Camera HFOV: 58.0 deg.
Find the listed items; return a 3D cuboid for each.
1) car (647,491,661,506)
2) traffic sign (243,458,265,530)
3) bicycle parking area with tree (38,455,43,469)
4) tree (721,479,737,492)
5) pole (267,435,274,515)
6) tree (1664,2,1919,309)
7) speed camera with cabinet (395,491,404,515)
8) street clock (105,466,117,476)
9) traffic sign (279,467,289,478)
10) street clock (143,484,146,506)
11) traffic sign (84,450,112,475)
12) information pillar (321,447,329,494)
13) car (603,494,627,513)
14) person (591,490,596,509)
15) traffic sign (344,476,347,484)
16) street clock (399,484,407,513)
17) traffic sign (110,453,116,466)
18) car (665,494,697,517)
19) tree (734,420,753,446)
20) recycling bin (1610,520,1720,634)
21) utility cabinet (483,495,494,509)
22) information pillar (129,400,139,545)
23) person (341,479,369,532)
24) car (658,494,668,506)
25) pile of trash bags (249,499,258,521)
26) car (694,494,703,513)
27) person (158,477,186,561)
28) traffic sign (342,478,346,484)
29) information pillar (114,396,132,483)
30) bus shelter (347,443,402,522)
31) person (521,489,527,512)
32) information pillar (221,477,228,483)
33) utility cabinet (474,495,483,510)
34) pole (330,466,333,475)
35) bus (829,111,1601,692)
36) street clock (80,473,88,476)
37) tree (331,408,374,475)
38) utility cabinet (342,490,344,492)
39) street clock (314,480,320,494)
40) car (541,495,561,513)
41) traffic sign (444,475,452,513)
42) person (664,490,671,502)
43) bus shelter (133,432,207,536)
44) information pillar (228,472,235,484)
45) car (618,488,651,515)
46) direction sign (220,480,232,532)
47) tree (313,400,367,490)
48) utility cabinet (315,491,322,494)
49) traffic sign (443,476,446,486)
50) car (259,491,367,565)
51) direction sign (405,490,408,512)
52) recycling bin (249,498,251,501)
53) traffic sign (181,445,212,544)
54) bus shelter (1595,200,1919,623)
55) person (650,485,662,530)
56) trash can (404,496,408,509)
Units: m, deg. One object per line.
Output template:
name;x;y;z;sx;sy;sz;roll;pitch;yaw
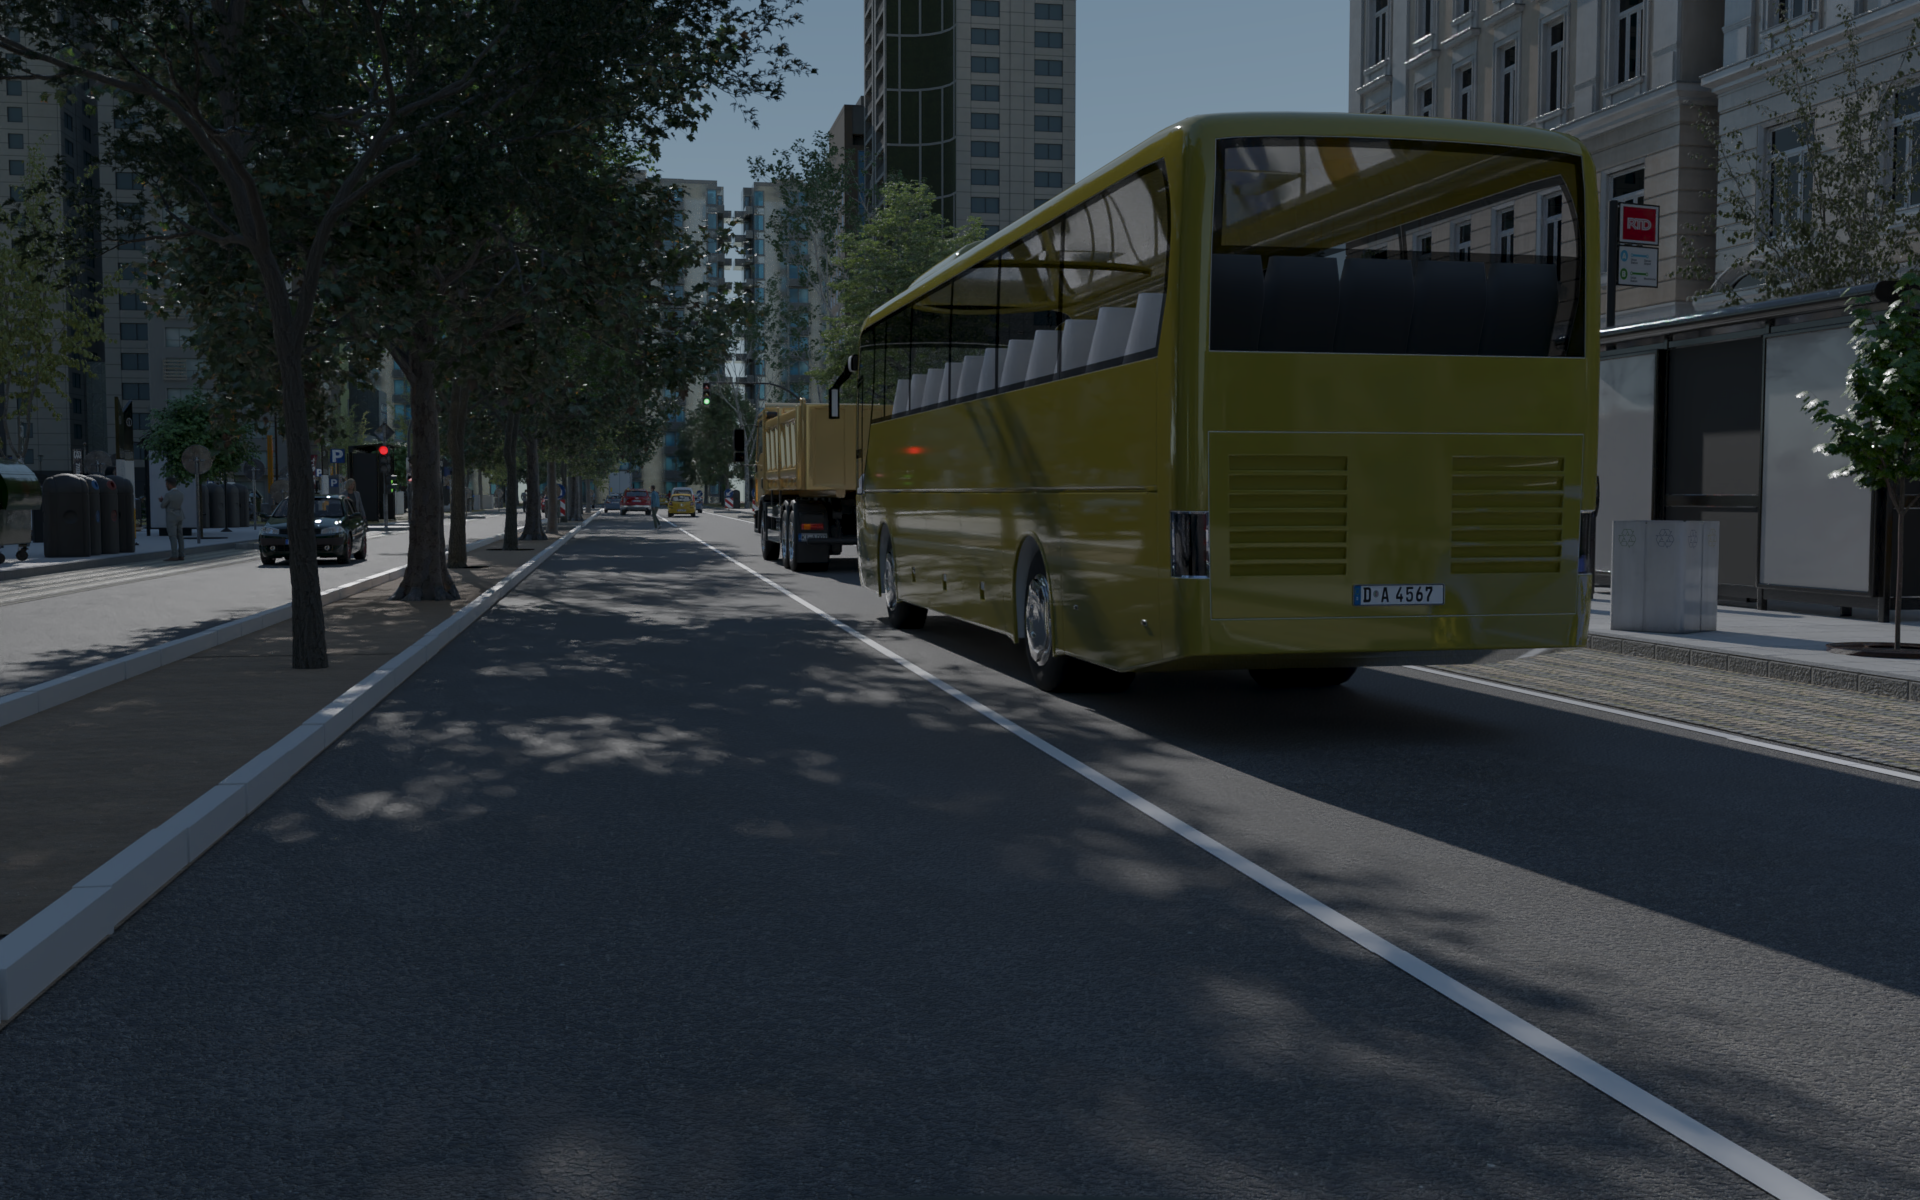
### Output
car;-38.594;-12.781;217.636;2.281;1.827;5.304;-1;4;-10
traffic sign;-25.260;-3.786;61.999;0.768;2.556;0.104;0;4;-4
bicycle parking area with tree;-65.735;-8.711;129.430;8.231;4.147;9.016;-1;4;-23
tree;-23.676;-11.198;177.682;1.663;3.219;1.824;0;3;0
pole;-23.868;-4.045;59.987;0.158;3.312;0.155;0;3;0
tree;12.830;-4.585;25.331;4.360;8.622;3.978;0;3;0
speed camera with cabinet;-35.523;-6.965;108.218;0.660;3.252;2.038;1;4;11
street clock;-21.967;-2.472;44.985;0.358;2.002;0.471;0;4;1
traffic sign;-30.954;-4.874;79.794;0.768;2.556;0.104;-1;4;-9
street clock;-59.051;-7.405;125.644;0.358;2.002;0.471;-2;4;-23
traffic sign;-25.002;-3.068;50.261;0.768;2.556;0.104;-1;4;-10
information pillar;-27.945;-5.190;76.218;0.183;3.616;0.504;0;4;8
car;-26.729;-7.489;134.448;2.014;1.417;4.499;-1;4;-10
person;-34.973;-9.564;164.850;0.705;1.826;1.348;1;4;17
traffic sign;-35.319;-6.050;100.100;0.795;2.450;0.064;0;4;-4
street clock;-37.185;-6.798;115.718;0.358;2.002;0.471;3;5;44
traffic sign;-26.153;-3.287;53.849;0.768;2.556;0.104;0;4;-1
car;-17.402;-5.989;108.141;2.015;1.641;3.980;-1;4;-9
tree;-26.095;-16.141;189.662;9.928;11.665;9.643;0;3;0
recycling bin;6.624;-0.228;16.287;0.722;1.027;0.722;-3;5;-40
utility cabinet;-40.188;-8.339;147.511;1.020;1.237;0.306;2;4;28
information pillar;-20.685;-3.160;43.020;0.183;3.616;0.504;1;4;9
person;-14.595;-2.019;41.701;0.709;1.800;0.728;-2;4;-35
car;-34.442;-11.598;199.843;2.015;1.641;3.980;-1;4;-12
pile of trash bags;-34.823;-4.378;81.340;3.447;1.369;1.912;-1;4;-23
car;-20.589;-7.348;132.149;2.014;1.417;4.499;-1;4;-11
person;-16.842;-1.731;36.983;0.466;1.800;0.511;0;4;-1
traffic sign;-34.930;-5.884;97.385;0.795;2.450;0.064;0;4;-5
information pillar;-20.214;-3.080;41.711;0.183;3.616;0.504;-1;4;-12
bus shelter;-27.649;-5.547;81.969;1.731;3.624;6.357;-1;4;-11
person;-34.137;-7.779;135.867;0.592;1.802;0.473;3;4;38
information pillar;-47.415;-7.333;111.248;0.183;3.616;0.504;-2;4;-35
utility cabinet;-39.179;-7.848;139.479;1.020;1.237;0.306;0;4;8
pole;-45.763;-8.096;126.208;0.158;3.312;0.155;0;3;0
bus;1.114;-1.465;15.498;2.896;3.916;12.252;-1;4;-12
street clock;-30.111;-3.361;59.521;0.471;2.002;0.358;-2;4;-28
tree;-50.602;-11.886;144.702;4.360;8.622;3.978;0;3;0
utility cabinet;-28.227;-4.271;78.513;0.318;1.500;1.173;0;4;-2
street clock;-34.289;-5.366;92.309;0.358;2.002;0.471;-1;4;-13
car;-31.355;-7.625;133.714;2.155;1.783;4.494;-1;4;-11
traffic sign;-33.663;-6.993;114.448;0.768;2.556;0.104;0;4;-6
person;-31.277;-10.887;186.438;1.348;1.831;0.705;-3;5;-42
bus shelter;-24.580;-3.760;55.398;2.014;3.302;5.546;-1;4;-11
information pillar;-50.223;-7.830;119.370;0.504;3.616;0.183;0;4;2
car;-22.331;-6.759;119.180;2.281;1.827;5.304;-1;4;-13
direction sign;-24.905;-4.079;58.696;0.876;3.537;0.379;1;4;23
tree;-47.281;-11.141;132.518;4.737;8.622;4.395;0;3;0
utility cabinet;-42.791;-6.551;115.779;1.173;1.500;0.318;0;4;0
traffic sign;-36.490;-7.456;122.003;0.768;2.556;0.104;0;4;-1
car;-13.622;-1.638;36.567;2.009;1.686;4.222;-1;4;-12
direction sign;-38.861;-7.913;121.382;0.876;3.537;0.379;2;4;34
recycling bin;-47.723;-6.408;117.332;0.722;1.027;0.722;-2;4;-29
traffic sign;-19.729;-2.734;44.813;0.768;2.556;0.104;0;4;-8
bus shelter;9.160;-2.678;21.424;2.179;5.291;8.768;-1;4;-11
person;-12.057;-3.654;68.592;0.444;1.785;0.601;1;4;22
trash can;-46.762;-8.199;145.703;0.748;1.137;0.748;0;3;0
